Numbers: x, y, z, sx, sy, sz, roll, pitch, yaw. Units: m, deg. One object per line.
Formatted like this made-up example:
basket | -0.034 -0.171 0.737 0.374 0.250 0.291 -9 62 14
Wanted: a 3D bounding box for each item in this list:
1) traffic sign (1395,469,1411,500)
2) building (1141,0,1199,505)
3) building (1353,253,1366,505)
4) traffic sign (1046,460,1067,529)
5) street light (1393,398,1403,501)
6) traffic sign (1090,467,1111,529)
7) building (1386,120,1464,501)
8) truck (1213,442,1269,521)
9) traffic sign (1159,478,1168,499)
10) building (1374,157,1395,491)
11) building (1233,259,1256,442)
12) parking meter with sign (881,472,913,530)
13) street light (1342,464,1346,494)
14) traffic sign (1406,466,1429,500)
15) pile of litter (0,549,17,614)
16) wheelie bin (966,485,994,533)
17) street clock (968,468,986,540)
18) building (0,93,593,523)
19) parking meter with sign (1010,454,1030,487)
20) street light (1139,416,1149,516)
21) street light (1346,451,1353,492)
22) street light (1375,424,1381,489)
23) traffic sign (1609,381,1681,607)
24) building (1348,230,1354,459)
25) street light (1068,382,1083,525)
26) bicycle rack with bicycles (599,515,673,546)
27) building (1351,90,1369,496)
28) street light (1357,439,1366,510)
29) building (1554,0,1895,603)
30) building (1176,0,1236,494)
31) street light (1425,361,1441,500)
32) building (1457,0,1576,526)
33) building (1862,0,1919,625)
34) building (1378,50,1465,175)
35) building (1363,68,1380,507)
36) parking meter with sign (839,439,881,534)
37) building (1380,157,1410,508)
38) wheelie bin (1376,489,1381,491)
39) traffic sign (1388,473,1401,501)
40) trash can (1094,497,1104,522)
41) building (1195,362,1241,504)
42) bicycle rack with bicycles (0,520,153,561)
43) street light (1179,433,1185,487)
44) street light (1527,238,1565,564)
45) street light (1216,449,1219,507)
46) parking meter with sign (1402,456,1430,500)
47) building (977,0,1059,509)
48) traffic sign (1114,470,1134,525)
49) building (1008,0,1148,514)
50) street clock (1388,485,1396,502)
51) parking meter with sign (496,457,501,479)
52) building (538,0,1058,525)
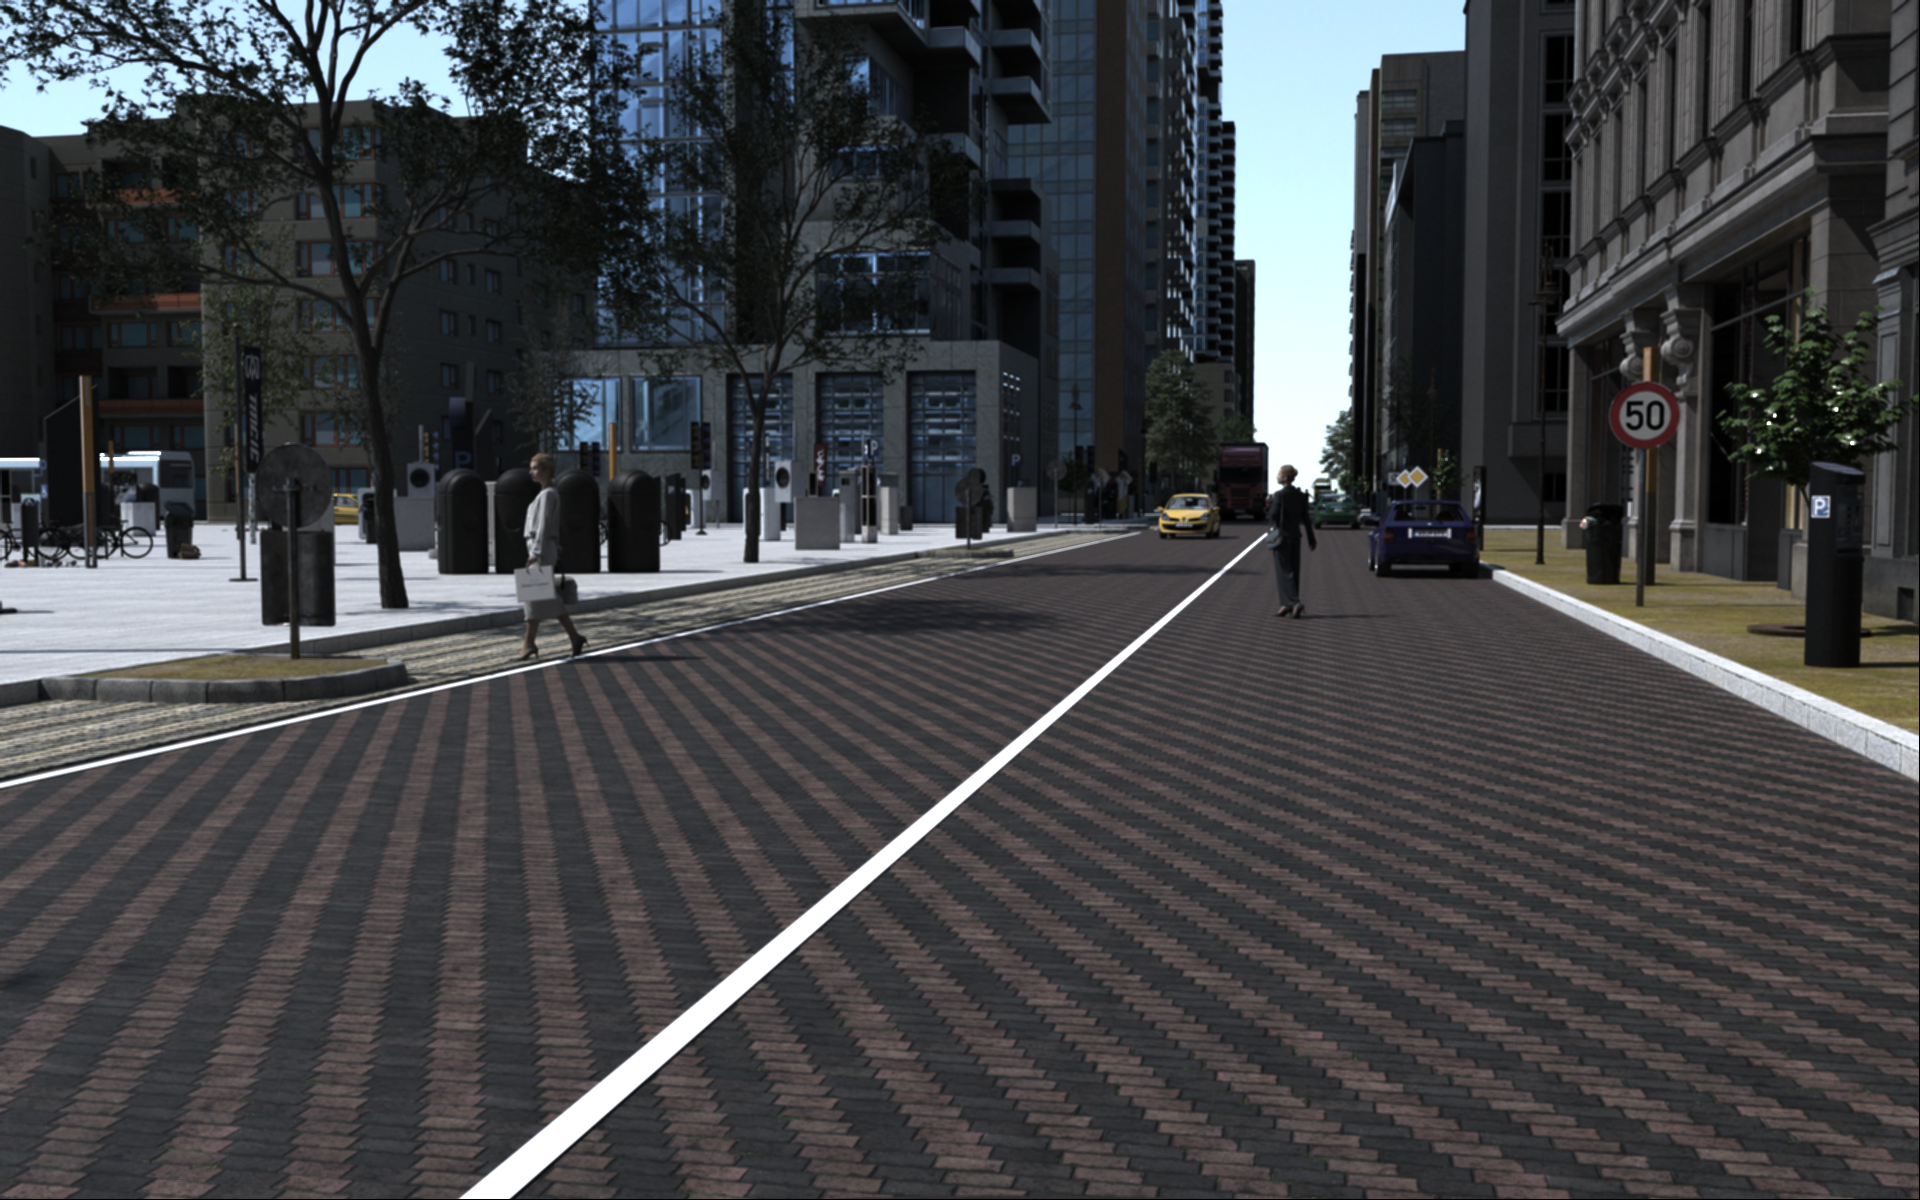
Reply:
traffic sign | 17.691 -3.988 68.847 0.795 2.450 0.064 1 4 11
building | 10.184 -33.204 162.487 23.786 49.044 30.456 1 4 11
building | 54.416 -26.652 207.460 14.160 30.474 14.107 1 4 11
traffic sign | 3.570 -3.920 64.196 0.768 2.556 0.104 1 4 14
street light | 21.111 -6.773 83.531 0.468 5.910 1.993 1 4 11
traffic sign | 5.129 -3.647 63.273 0.795 2.450 0.064 1 4 11
building | 33.829 -17.470 104.697 14.314 24.678 30.058 1 4 11
truck | 15.738 -6.555 96.088 2.839 4.237 11.283 1 4 11
traffic sign | 12.835 -6.555 109.303 0.606 2.300 0.079 1 4 19
building | 43.178 -23.142 150.078 14.160 30.474 14.107 1 4 11
building | 42.770 -37.389 294.897 14.154 41.232 14.086 1 4 11
parking meter with sign | -2.521 -3.945 60.763 1.738 3.016 0.543 -2 4 -28
street light | 48.322 -14.934 216.956 0.468 5.910 1.993 1 4 11
traffic sign | 16.094 -3.509 61.022 0.795 2.450 0.064 1 4 11
pile of litter | -10.758 -0.279 18.527 1.176 0.858 1.719 -2 4 -26
wheelie bin | 0.673 -3.019 57.273 0.980 1.594 0.693 -1 4 -20
street clock | 0.477 -2.689 48.541 0.471 2.002 0.358 3 5 43
building | -36.983 -15.139 92.568 28.899 21.520 27.650 1 4 11
parking meter with sign | 2.764 -4.837 75.343 0.543 3.016 1.738 2 4 24
street light | 10.680 -7.824 100.707 0.468 5.910 1.993 1 4 11
street light | 42.431 -13.158 187.917 0.468 5.910 1.993 1 4 11
street light | 27.181 -8.547 112.534 0.468 5.910 1.993 1 4 11
traffic sign | 7.760 -1.198 19.691 0.768 2.556 0.104 1 4 14
building | 74.381 -40.408 280.281 23.786 49.044 30.456 1 4 11
street light | 4.775 -6.048 71.671 0.468 5.910 1.993 1 4 11
bicycle rack with bicycles | -8.455 -1.818 43.101 2.925 0.926 2.852 1 4 18
building | 67.755 -43.392 251.458 21.231 58.520 28.212 1 4 11
street light | 33.027 -10.351 142.025 0.468 5.910 1.993 1 4 11
building | 18.355 -11.463 38.334 10.553 20.767 40.483 1 4 11
building | 33.481 -58.702 272.441 22.319 86.520 31.000 1 4 11
street light | 16.500 -5.367 60.533 0.468 5.910 1.993 1 4 11
building | 33.997 -17.079 72.745 24.014 27.812 14.314 1 4 11
building | 12.574 -9.742 8.441 9.793 20.994 18.267 1 4 11
building | 46.465 -29.349 163.456 14.154 41.232 14.086 1 4 11
building | 48.965 -32.297 178.159 14.600 45.320 14.200 1 4 11
parking meter with sign | -3.472 -3.605 55.202 1.738 3.016 0.543 2 4 29
building | 38.301 -19.101 130.318 12.078 24.808 19.932 1 4 11
wheelie bin | 26.242 -6.150 108.461 0.693 1.594 0.980 3 4 36
traffic sign | 20.303 -4.820 80.931 0.606 2.300 0.079 1 4 13
trash can | 6.188 -4.110 78.850 0.748 1.137 0.748 0 3 0
building | 25.123 -24.473 245.168 27.650 21.520 28.899 1 4 11
bicycle rack with bicycles | -17.616 -1.286 34.402 2.925 0.926 2.852 -1 4 -16
street light | 16.694 -9.627 130.183 0.468 5.910 1.993 1 4 11
street light | 10.607 -3.591 31.495 0.468 5.910 1.993 1 4 11
street light | 26.232 -12.461 176.532 0.468 5.910 1.993 1 4 11
parking meter with sign | 21.477 -5.156 80.563 1.738 3.016 0.543 0 4 -2
building | 16.115 -53.747 191.437 22.319 86.520 31.000 1 4 11
traffic sign | 6.726 -4.126 71.097 0.795 2.450 0.064 1 4 11
building | 5.093 -28.603 117.774 14.600 45.320 14.200 1 4 11
street clock | 20.302 -4.697 81.367 0.358 2.002 0.471 -1 4 -9
parking meter with sign | -20.942 -5.232 81.804 1.738 3.016 0.543 -2 4 -30
building | -6.200 -47.399 87.642 22.319 86.520 31.000 1 4 11
